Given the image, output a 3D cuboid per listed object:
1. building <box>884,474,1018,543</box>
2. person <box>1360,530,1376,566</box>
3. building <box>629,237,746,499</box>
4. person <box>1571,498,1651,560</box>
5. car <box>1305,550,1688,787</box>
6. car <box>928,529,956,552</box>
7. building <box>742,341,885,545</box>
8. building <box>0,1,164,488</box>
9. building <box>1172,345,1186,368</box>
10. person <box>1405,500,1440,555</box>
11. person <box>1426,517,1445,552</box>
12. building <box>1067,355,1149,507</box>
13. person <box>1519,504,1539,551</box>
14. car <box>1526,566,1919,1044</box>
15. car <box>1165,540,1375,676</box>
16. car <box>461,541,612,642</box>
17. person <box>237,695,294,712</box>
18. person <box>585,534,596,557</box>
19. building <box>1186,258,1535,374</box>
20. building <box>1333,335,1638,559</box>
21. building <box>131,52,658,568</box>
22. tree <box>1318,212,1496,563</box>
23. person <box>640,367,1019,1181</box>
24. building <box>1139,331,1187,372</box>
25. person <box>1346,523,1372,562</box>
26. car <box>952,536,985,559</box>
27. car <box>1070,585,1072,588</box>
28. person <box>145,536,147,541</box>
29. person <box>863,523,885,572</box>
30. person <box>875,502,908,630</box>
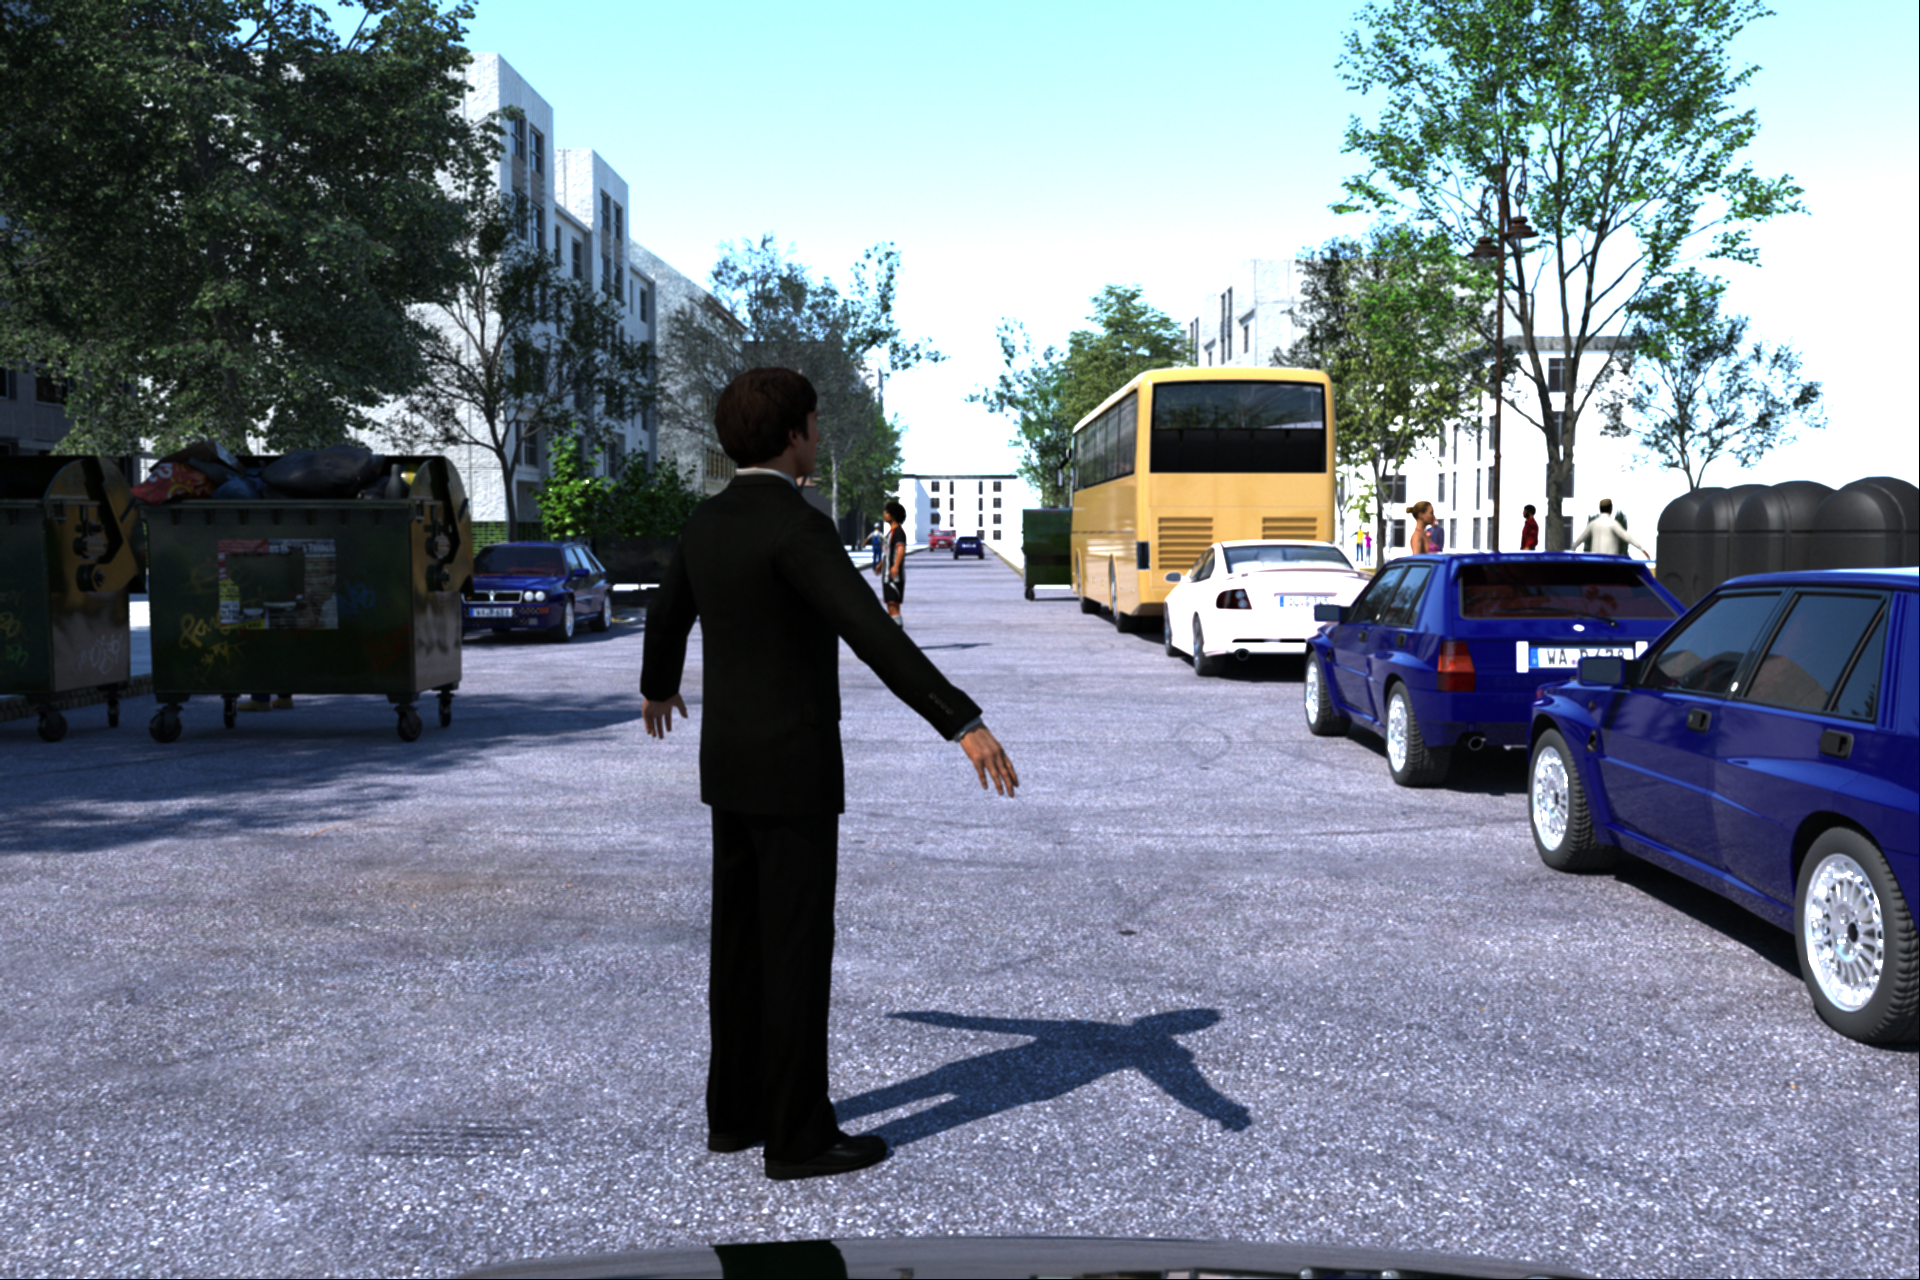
[{"bbox_3d":[-6.085,-18.087,240.329,28.070,9.664,9.099,0,4,2],"label":"building"},{"bbox_3d":[16.311,-3.656,69.035,0.991,1.433,0.599,-2,4,-27],"label":"person"},{"bbox_3d":[-25.325,-17.574,118.264,19.493,23.208,18.063,0,4,1],"label":"building"},{"bbox_3d":[9.640,-1.208,25.839,0.704,1.819,1.344,-2,4,-35],"label":"person"},{"bbox_3d":[3.349,0.087,11.157,1.945,1.354,3.894,0,4,0],"label":"car"},{"bbox_3d":[-1.467,-8.159,142.073,2.281,1.827,5.304,0,3,0],"label":"car"},{"bbox_3d":[-23.431,-21.728,199.226,27.936,21.610,32.646,0,4,0],"label":"building"},{"bbox_3d":[-27.369,-13.291,35.717,11.959,24.771,22.079,0,4,1],"label":"building"},{"bbox_3d":[26.177,-19.395,173.535,16.016,20.090,11.380,0,4,0],"label":"building"},{"bbox_3d":[4.204,-0.378,15.433,0.721,1.733,1.217,1,4,21],"label":"person"},{"bbox_3d":[10.379,-1.898,37.994,0.530,1.710,0.541,-2,4,-25],"label":"person"},{"bbox_3d":[27.004,-22.653,214.354,27.936,21.610,32.646,0,4,0],"label":"building"},{"bbox_3d":[10.110,-1.515,30.874,0.704,1.816,1.345,1,4,14],"label":"person"},{"bbox_3d":[3.363,0.390,6.209,1.945,1.354,3.894,0,4,0],"label":"car"},{"bbox_3d":[3.321,-0.394,18.806,2.083,1.381,4.827,0,4,1],"label":"car"},{"bbox_3d":[-6.026,-0.708,24.155,1.945,1.354,3.894,0,3,0],"label":"car"},{"bbox_3d":[-5.651,-0.354,14.106,0.705,1.847,1.347,2,4,29],"label":"person"},{"bbox_3d":[-11.057,-2.878,52.840,0.705,1.856,1.354,2,4,27],"label":"person"},{"bbox_3d":[26.060,-15.495,119.809,16.747,18.905,31.486,0,3,0],"label":"building"},{"bbox_3d":[24.319,-8.882,87.376,9.099,9.664,28.070,0,4,1],"label":"building"},{"bbox_3d":[-25.165,-13.044,79.725,16.747,18.905,31.486,0,4,0],"label":"building"},{"bbox_3d":[10.285,-5.530,40.785,4.737,8.622,4.395,0,3,0],"label":"tree"},{"bbox_3d":[-0.404,0.286,3.970,0.705,1.806,1.347,-3,5,-41],"label":"person"},{"bbox_3d":[24.520,-21.851,188.196,19.493,23.208,18.063,0,4,0],"label":"building"},{"bbox_3d":[18.372,-4.478,79.679,1.216,1.772,0.721,0,4,-6],"label":"person"},{"bbox_3d":[0.491,-5.302,99.270,1.945,1.354,3.894,0,4,-1],"label":"car"},{"bbox_3d":[3.763,-1.967,44.747,1.945,1.354,3.894,0,4,0],"label":"car"},{"bbox_3d":[-18.306,-2.005,39.543,0.721,1.744,1.215,2,4,24],"label":"person"},{"bbox_3d":[-3.103,-3.481,65.235,1.347,1.847,0.705,2,4,24],"label":"person"},{"bbox_3d":[-0.842,-0.779,21.330,0.704,1.843,1.345,-1,4,-11],"label":"person"}]
